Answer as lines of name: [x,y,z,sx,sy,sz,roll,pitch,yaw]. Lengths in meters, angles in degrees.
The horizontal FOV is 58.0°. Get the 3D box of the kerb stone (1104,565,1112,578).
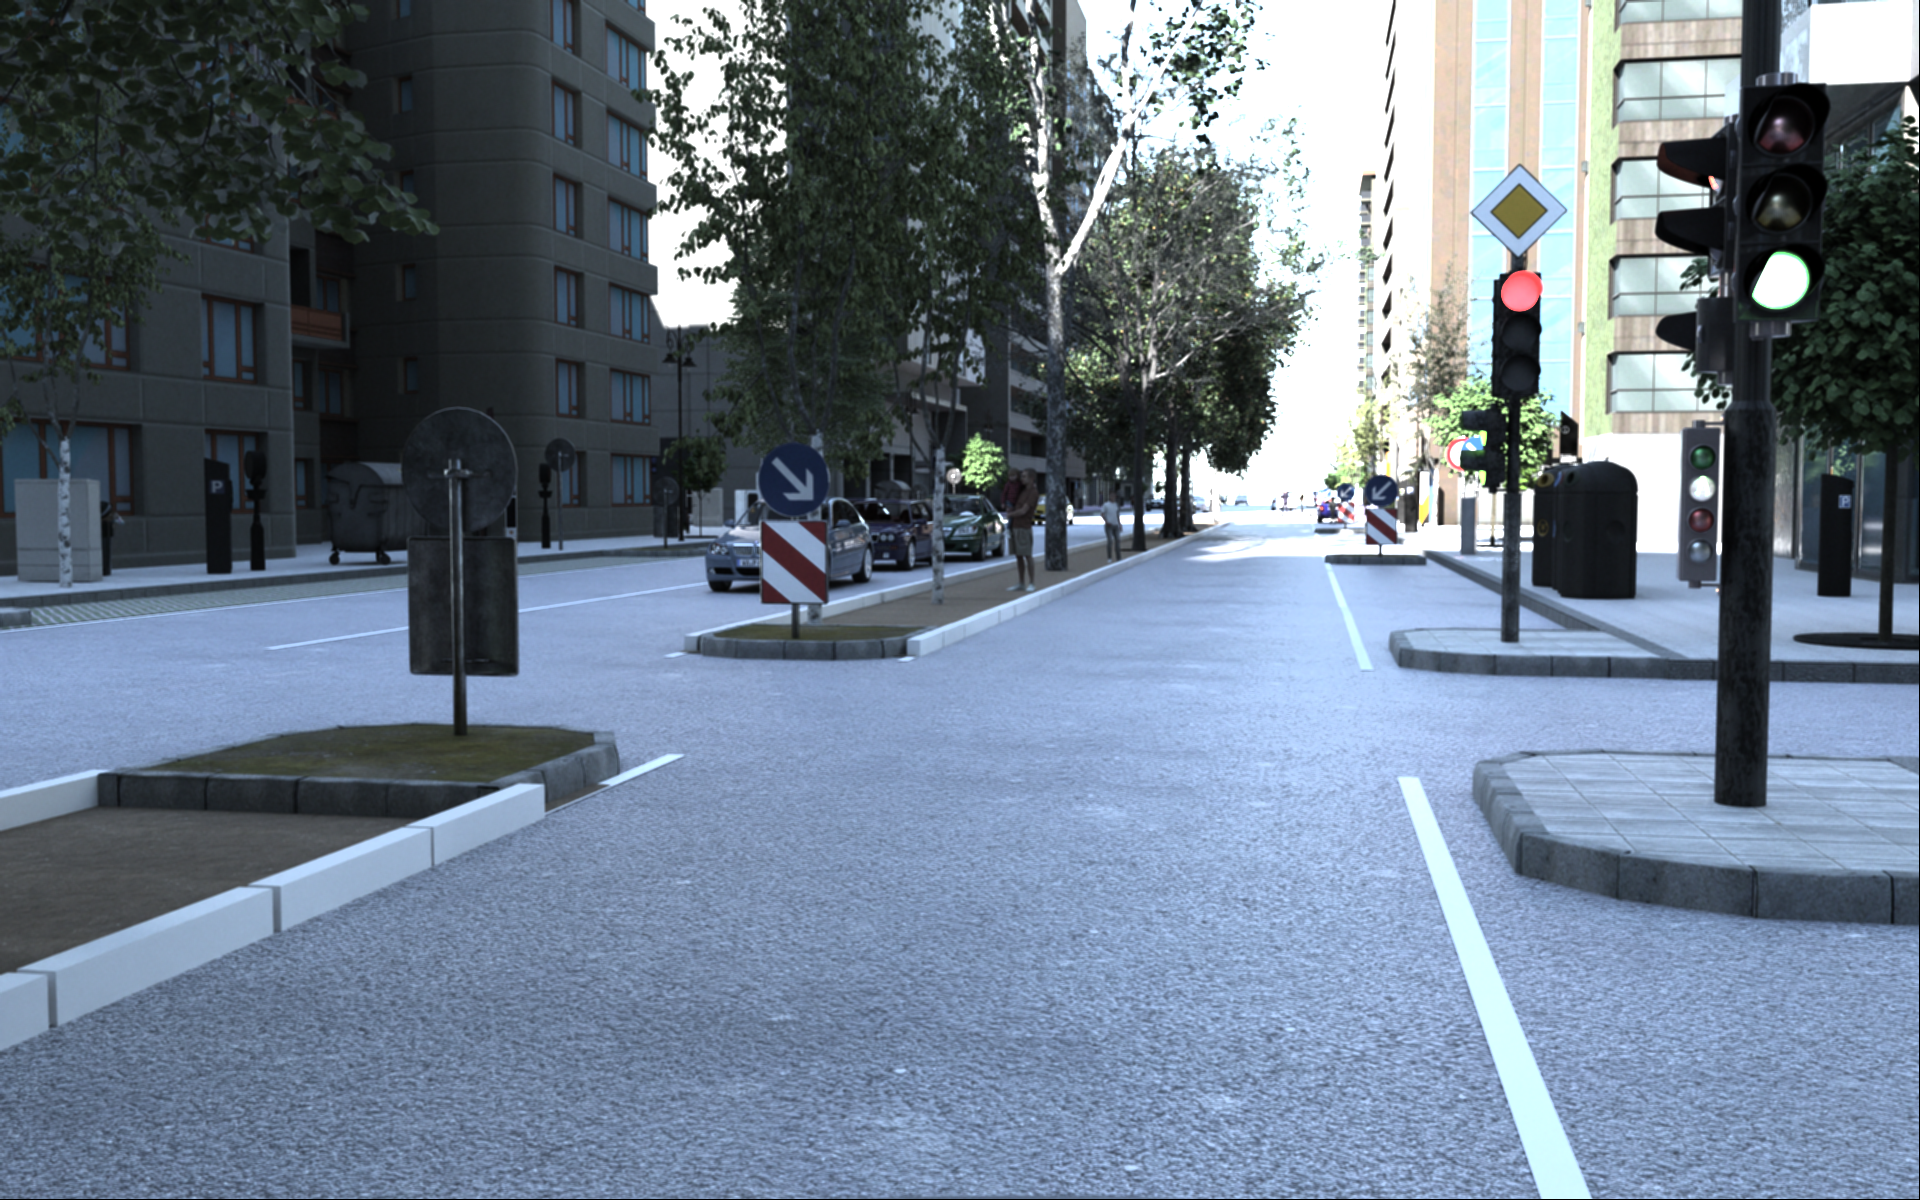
kerb stone: [2.457,-0.464,29.798,0.120,0.150,1.000,1,4,11]

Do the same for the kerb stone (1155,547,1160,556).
kerb stone: [4.434,-1.080,39.859,0.120,0.150,1.000,1,4,11]

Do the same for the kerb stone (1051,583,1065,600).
kerb stone: [1.273,-0.096,23.762,0.120,0.150,1.000,1,4,11]

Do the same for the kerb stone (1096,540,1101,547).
kerb stone: [3.582,-1.478,46.358,0.120,0.150,1.000,1,4,11]

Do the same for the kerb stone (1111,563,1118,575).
kerb stone: [2.655,-0.526,30.801,0.120,0.150,1.000,1,4,11]

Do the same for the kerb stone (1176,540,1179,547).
kerb stone: [5.629,-1.450,45.901,0.120,0.150,1.000,1,4,11]

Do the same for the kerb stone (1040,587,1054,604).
kerb stone: [1.073,-0.034,22.752,0.120,0.150,1.000,1,4,11]

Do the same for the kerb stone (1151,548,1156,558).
kerb stone: [4.245,-1.019,38.852,0.120,0.150,1.000,1,4,11]

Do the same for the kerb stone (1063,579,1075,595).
kerb stone: [1.481,-0.157,24.769,0.120,0.150,1.000,1,4,11]

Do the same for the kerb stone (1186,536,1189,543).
kerb stone: [6.424,-1.697,49.937,0.120,0.150,1.000,1,4,11]

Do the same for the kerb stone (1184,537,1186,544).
kerb stone: [6.226,-1.632,48.930,0.120,0.150,1.000,1,4,11]

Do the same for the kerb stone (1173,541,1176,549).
kerb stone: [5.434,-1.389,44.898,0.120,0.150,1.000,1,4,11]

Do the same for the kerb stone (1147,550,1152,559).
kerb stone: [4.044,-0.957,37.850,0.120,0.150,1.000,1,4,11]

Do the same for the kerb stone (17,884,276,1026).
kerb stone: [-2.391,1.042,5.158,0.120,0.150,1.000,1,4,11]

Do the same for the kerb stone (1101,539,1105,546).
kerb stone: [3.785,-1.535,47.360,0.120,0.150,1.000,1,4,11]

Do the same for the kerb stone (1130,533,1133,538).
kerb stone: [5.368,-2.031,55.398,0.120,0.150,1.000,1,4,11]

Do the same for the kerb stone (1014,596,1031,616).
kerb stone: [0.687,0.089,20.745,0.120,0.150,1.000,1,4,11]

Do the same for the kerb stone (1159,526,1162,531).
kerb stone: [7.538,-2.707,66.451,0.120,0.150,1.000,1,4,11]

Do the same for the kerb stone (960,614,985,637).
kerb stone: [0.084,0.276,17.730,0.120,0.150,1.000,1,4,11]

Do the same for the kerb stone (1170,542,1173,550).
kerb stone: [5.232,-1.324,43.894,0.120,0.150,1.000,1,4,11]

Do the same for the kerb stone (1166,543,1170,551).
kerb stone: [5.048,-1.266,42.887,0.120,0.150,1.000,1,4,11]

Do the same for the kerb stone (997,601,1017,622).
kerb stone: [0.482,0.150,19.743,0.120,0.150,1.000,1,4,11]

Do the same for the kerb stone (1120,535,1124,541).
kerb stone: [4.770,-1.846,52.375,0.120,0.150,1.000,1,4,11]

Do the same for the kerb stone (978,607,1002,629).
kerb stone: [0.278,0.212,18.733,0.120,0.150,1.000,1,4,11]

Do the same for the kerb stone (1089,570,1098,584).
kerb stone: [2.058,-0.341,27.790,0.120,0.150,1.000,1,4,11]

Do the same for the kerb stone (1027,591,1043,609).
kerb stone: [0.873,0.027,21.750,0.120,0.150,1.000,1,4,11]

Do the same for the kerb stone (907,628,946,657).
kerb stone: [-0.313,0.396,15.724,0.120,0.150,1.000,1,4,11]

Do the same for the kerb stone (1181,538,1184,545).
kerb stone: [6.032,-1.574,47.926,0.120,0.150,1.000,1,4,11]

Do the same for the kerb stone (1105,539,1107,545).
kerb stone: [3.977,-1.601,48.364,0.120,0.150,1.000,1,4,11]

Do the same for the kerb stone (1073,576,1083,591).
kerb stone: [1.668,-0.219,25.774,0.120,0.150,1.000,1,4,11]

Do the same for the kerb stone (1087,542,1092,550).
kerb stone: [3.192,-1.355,44.350,0.120,0.150,1.000,1,4,11]

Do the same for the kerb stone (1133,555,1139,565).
kerb stone: [3.451,-0.773,34.829,0.120,0.150,1.000,1,4,11]

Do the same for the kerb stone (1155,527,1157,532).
kerb stone: [7.147,-2.584,64.444,0.120,0.150,1.000,1,4,11]

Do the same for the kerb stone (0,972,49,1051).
kerb stone: [-2.590,1.104,4.146,0.120,0.150,1.000,1,4,11]

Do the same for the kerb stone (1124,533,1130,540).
kerb stone: [5.166,-1.969,54.395,0.120,0.150,1.000,1,4,11]

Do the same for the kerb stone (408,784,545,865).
kerb stone: [-1.991,0.919,7.176,0.120,0.150,1.000,1,4,11]

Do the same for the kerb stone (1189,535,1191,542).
kerb stone: [6.622,-1.758,50.941,0.120,0.150,1.000,1,4,11]

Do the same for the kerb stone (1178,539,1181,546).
kerb stone: [5.830,-1.512,46.915,0.120,0.150,1.000,1,4,11]

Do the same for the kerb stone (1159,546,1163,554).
kerb stone: [4.640,-1.138,40.868,0.120,0.150,1.000,1,4,11]

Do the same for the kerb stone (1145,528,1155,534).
kerb stone: [6.949,-2.523,63.442,0.120,0.150,1.000,1,4,11]

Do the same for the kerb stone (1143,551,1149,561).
kerb stone: [3.855,-0.896,36.844,0.120,0.150,1.000,1,4,11]

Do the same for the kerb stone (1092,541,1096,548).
kerb stone: [3.389,-1.414,45.353,0.120,0.150,1.000,1,4,11]

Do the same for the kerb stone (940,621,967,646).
kerb stone: [-0.114,0.334,16.727,0.120,0.150,1.000,1,4,11]

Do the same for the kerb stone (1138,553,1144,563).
kerb stone: [3.648,-0.832,35.832,0.120,0.150,1.000,1,4,11]

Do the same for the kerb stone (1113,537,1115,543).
kerb stone: [4.373,-1.723,50.369,0.120,0.150,1.000,1,4,11]

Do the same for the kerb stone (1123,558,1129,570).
kerb stone: [3.055,-0.647,32.818,0.120,0.150,1.000,1,4,11]

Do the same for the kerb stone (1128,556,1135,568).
kerb stone: [3.259,-0.708,33.820,0.120,0.150,1.000,1,4,11]

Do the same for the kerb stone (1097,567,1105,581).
kerb stone: [2.254,-0.403,28.793,0.120,0.150,1.000,1,4,11]

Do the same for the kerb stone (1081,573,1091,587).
kerb stone: [1.869,-0.275,26.786,0.120,0.150,1.000,1,4,11]

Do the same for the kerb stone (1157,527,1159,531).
kerb stone: [7.341,-2.645,65.448,0.120,0.150,1.000,1,4,11]

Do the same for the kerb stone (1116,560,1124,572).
kerb stone: [2.856,-0.588,31.811,0.120,0.150,1.000,1,4,11]

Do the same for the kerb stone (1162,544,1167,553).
kerb stone: [4.842,-1.204,41.877,0.120,0.150,1.000,1,4,11]

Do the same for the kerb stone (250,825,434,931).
kerb stone: [-2.186,0.981,6.172,0.120,0.150,1.000,1,4,11]
